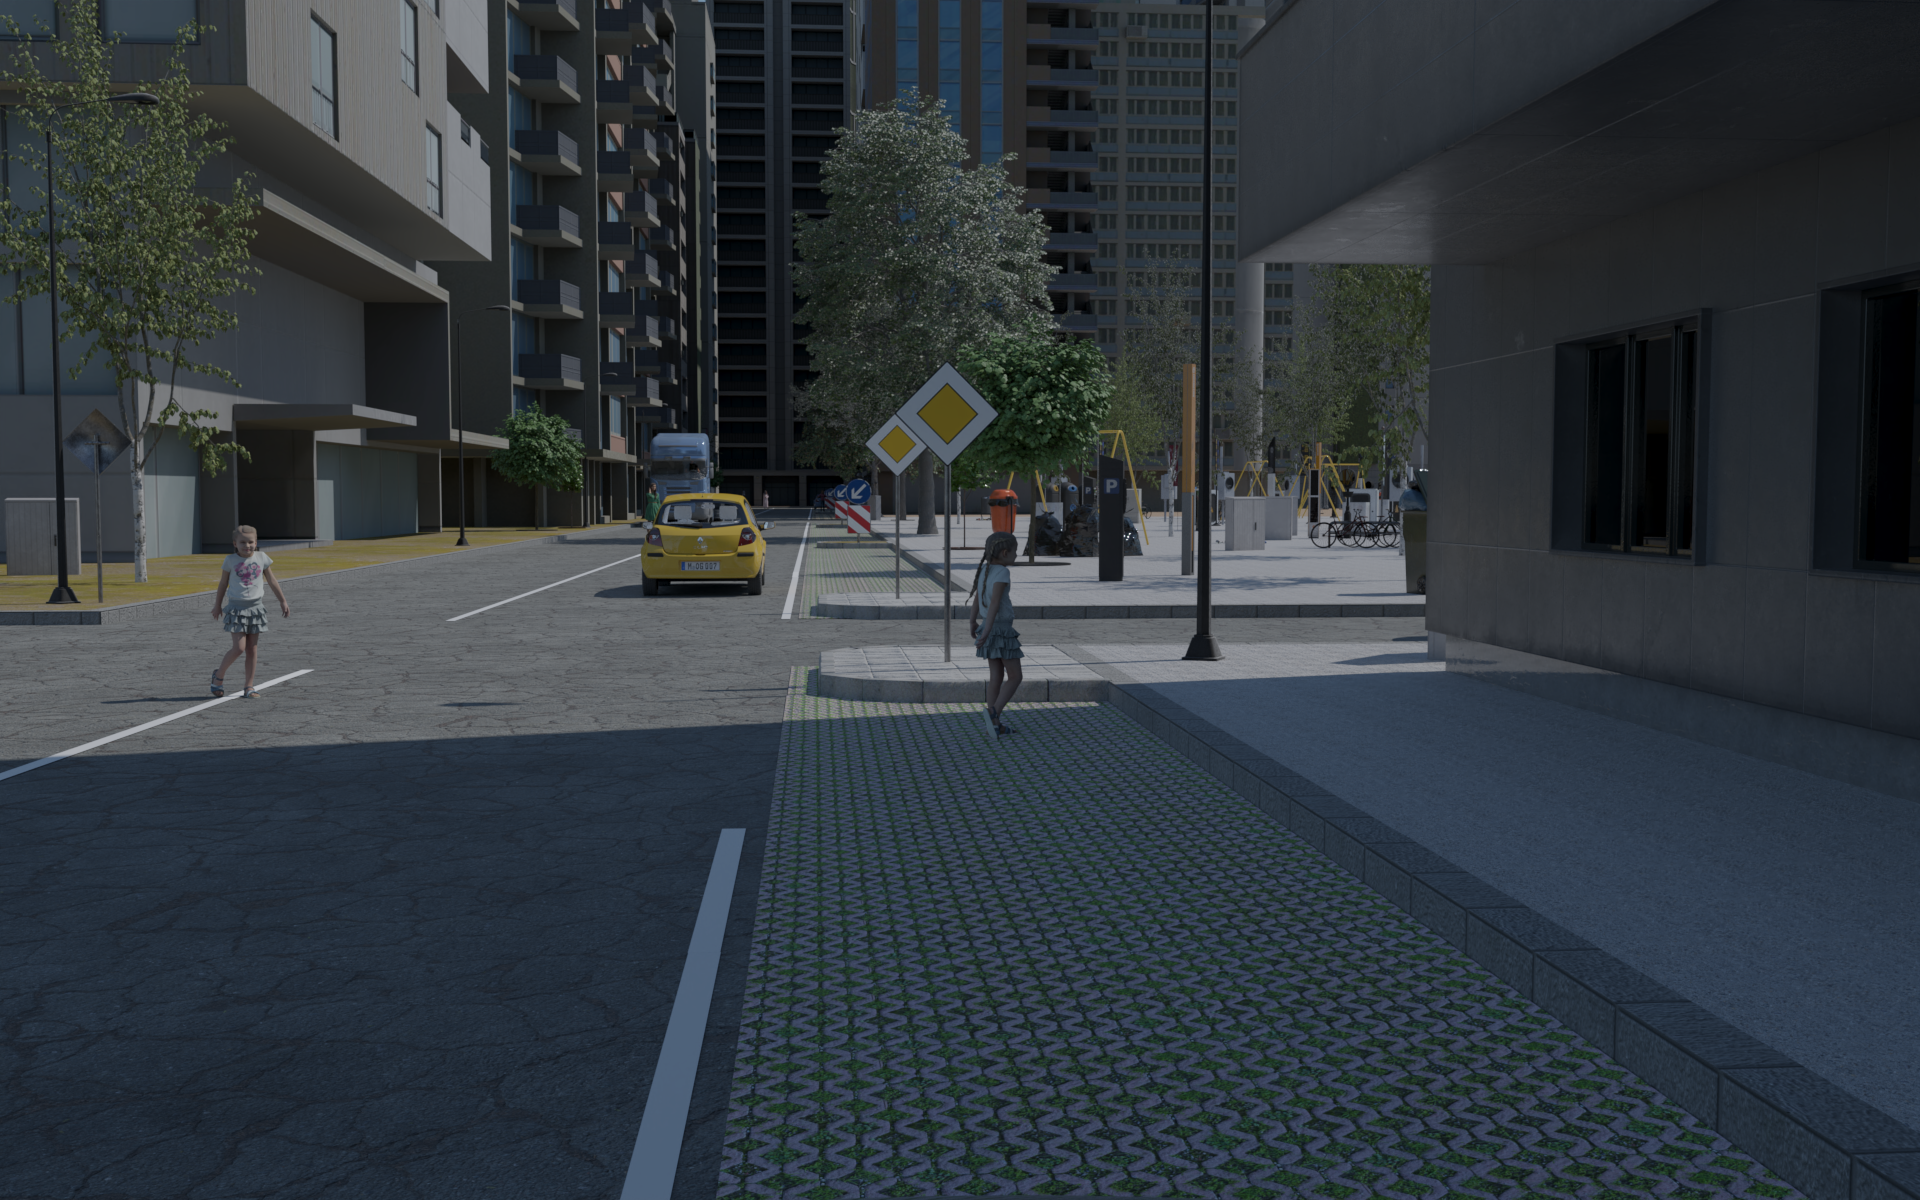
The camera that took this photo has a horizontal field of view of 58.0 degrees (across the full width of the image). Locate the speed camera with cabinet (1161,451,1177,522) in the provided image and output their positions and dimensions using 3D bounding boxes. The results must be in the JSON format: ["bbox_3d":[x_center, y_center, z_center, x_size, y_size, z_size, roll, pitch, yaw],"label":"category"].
[{"bbox_3d":[10.350,-5.241,80.027,2.038,3.252,0.660,1,4,15],"label":"speed camera with cabinet"}]

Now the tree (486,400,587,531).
[{"bbox_3d":[-14.794,-4.700,60.554,4.285,4.588,4.351,0,3,0],"label":"tree"}]

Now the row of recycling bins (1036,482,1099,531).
[{"bbox_3d":[4.006,-3.191,59.291,3.534,1.692,1.069,-2,4,-32],"label":"row of recycling bins"}]

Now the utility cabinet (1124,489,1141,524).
[{"bbox_3d":[7.197,-4.028,74.534,1.173,1.500,0.318,2,4,28],"label":"utility cabinet"}]

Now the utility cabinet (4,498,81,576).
[{"bbox_3d":[-14.514,-0.994,27.420,1.020,1.237,0.306,-1,4,-21],"label":"utility cabinet"}]

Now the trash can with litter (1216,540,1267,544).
[{"bbox_3d":[7.187,-2.093,45.277,1.678,1.210,2.233,2,4,30],"label":"trash can with litter"}]

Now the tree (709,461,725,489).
[{"bbox_3d":[-21.757,-10.058,148.167,4.285,4.588,4.351,0,3,0],"label":"tree"}]

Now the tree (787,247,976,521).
[{"bbox_3d":[-2.725,-10.589,83.503,12.009,13.543,11.850,0,3,0],"label":"tree"}]

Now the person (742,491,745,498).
[{"bbox_3d":[-20.908,-9.632,166.710,0.721,1.736,1.217,-1,4,-12],"label":"person"}]

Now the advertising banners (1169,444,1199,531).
[{"bbox_3d":[7.953,-3.941,60.621,0.090,3.025,2.074,-2,4,-31],"label":"advertising banners"}]

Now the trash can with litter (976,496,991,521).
[{"bbox_3d":[1.661,-4.483,84.354,2.233,1.210,1.678,-2,4,-27],"label":"trash can with litter"}]

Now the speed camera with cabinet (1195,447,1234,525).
[{"bbox_3d":[10.498,-4.723,71.550,2.038,3.252,0.660,-3,5,-43],"label":"speed camera with cabinet"}]

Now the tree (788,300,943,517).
[{"bbox_3d":[-4.914,-11.026,97.280,9.611,12.733,9.660,0,3,0],"label":"tree"}]

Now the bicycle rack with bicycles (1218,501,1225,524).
[{"bbox_3d":[11.567,-3.801,75.526,2.852,0.926,2.925,-2,4,-30],"label":"bicycle rack with bicycles"}]

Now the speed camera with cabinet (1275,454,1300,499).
[{"bbox_3d":[16.351,-5.649,86.696,0.660,3.252,2.038,-1,4,-11],"label":"speed camera with cabinet"}]

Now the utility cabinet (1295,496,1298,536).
[{"bbox_3d":[10.191,-2.611,53.850,0.306,1.237,1.020,-1,4,-8],"label":"utility cabinet"}]

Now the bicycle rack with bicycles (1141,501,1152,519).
[{"bbox_3d":[8.632,-4.656,89.509,2.925,0.926,2.852,-2,4,-26],"label":"bicycle rack with bicycles"}]

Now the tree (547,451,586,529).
[{"bbox_3d":[-14.477,-4.289,64.733,1.663,3.219,1.824,0,3,0],"label":"tree"}]

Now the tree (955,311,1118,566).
[{"bbox_3d":[1.256,-2.907,31.241,4.285,4.588,4.351,0,3,0],"label":"tree"}]

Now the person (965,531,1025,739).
[{"bbox_3d":[0.158,0.200,10.249,0.382,1.210,0.505,-2,4,-30],"label":"person"}]

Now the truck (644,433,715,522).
[{"bbox_3d":[-12.857,-5.681,82.639,2.967,4.110,18.799,0,4,-5],"label":"truck"}]

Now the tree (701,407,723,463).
[{"bbox_3d":[-21.958,-11.778,142.933,4.360,8.622,3.978,0,3,0],"label":"tree"}]

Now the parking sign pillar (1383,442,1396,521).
[{"bbox_3d":[20.080,-5.657,80.959,1.447,3.967,1.447,0,4,5],"label":"parking sign pillar"}]

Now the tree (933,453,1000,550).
[{"bbox_3d":[0.101,-2.766,39.821,1.663,3.219,1.824,0,3,0],"label":"tree"}]

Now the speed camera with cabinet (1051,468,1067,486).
[{"bbox_3d":[5.695,-5.894,90.699,2.038,3.252,0.660,-3,5,-40],"label":"speed camera with cabinet"}]

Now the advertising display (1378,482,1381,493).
[{"bbox_3d":[22.913,-5.363,92.907,0.974,1.923,0.123,0,4,1],"label":"advertising display"}]

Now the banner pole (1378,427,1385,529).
[{"bbox_3d":[15.761,-4.556,64.510,0.401,3.779,0.863,1,4,21],"label":"banner pole"}]

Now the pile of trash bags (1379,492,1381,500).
[{"bbox_3d":[23.564,-4.949,90.663,3.447,1.369,1.912,2,4,24],"label":"pile of trash bags"}]

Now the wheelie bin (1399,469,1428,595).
[{"bbox_3d":[6.073,-0.879,22.281,0.980,1.594,0.693,-1,4,-22],"label":"wheelie bin"}]

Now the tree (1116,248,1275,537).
[{"bbox_3d":[6.457,-6.200,51.739,4.360,8.622,3.978,0,3,0],"label":"tree"}]

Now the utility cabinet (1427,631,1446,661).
[{"bbox_3d":[4.044,-0.156,13.714,0.306,1.237,1.020,3,5,39],"label":"utility cabinet"}]

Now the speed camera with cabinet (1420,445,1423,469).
[{"bbox_3d":[18.338,-4.668,70.658,0.660,3.252,2.038,-1,4,-11],"label":"speed camera with cabinet"}]

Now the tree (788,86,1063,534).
[{"bbox_3d":[-1.017,-9.062,54.822,9.857,13.997,8.962,0,3,0],"label":"tree"}]

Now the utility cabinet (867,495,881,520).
[{"bbox_3d":[-4.196,-4.499,84.718,0.306,1.237,1.020,-2,4,-27],"label":"utility cabinet"}]

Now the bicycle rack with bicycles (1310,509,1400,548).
[{"bbox_3d":[9.950,-1.731,41.676,2.925,0.926,2.852,1,4,13],"label":"bicycle rack with bicycles"}]

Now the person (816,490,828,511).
[{"bbox_3d":[-11.239,-8.117,141.928,1.217,1.743,0.721,-1,4,-22],"label":"person"}]

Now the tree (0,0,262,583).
[{"bbox_3d":[-11.837,-4.546,24.683,4.737,8.622,4.395,0,3,0],"label":"tree"}]

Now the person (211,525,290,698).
[{"bbox_3d":[-5.035,0.076,12.273,0.505,1.210,0.382,-3,4,-38],"label":"person"}]

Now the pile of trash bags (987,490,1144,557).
[{"bbox_3d":[2.017,-1.584,35.651,3.447,1.369,1.912,-3,4,-37],"label":"pile of trash bags"}]

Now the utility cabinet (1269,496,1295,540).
[{"bbox_3d":[8.736,-2.270,48.277,1.020,1.237,0.306,1,4,15],"label":"utility cabinet"}]

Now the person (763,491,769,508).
[{"bbox_3d":[-19.262,-9.944,171.752,0.621,1.740,0.551,1,4,23],"label":"person"}]

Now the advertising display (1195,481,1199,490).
[{"bbox_3d":[11.473,-4.875,84.914,0.123,1.923,0.974,3,5,42],"label":"advertising display"}]

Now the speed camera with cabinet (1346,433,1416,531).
[{"bbox_3d":[13.534,-3.766,55.910,2.038,3.252,0.660,1,4,20],"label":"speed camera with cabinet"}]

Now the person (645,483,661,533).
[{"bbox_3d":[-10.073,-2.940,56.813,0.600,1.795,0.529,-3,5,-45],"label":"person"}]

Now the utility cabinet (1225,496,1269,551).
[{"bbox_3d":[6.496,-1.728,39.418,1.020,1.237,0.306,-3,4,-36],"label":"utility cabinet"}]

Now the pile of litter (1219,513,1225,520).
[{"bbox_3d":[13.663,-4.419,86.217,1.719,0.858,1.176,0,4,6],"label":"pile of litter"}]

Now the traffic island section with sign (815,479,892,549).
[{"bbox_3d":[-2.817,-2.287,46.022,1.989,1.847,2.006,0,4,-5],"label":"traffic island section with sign"}]
